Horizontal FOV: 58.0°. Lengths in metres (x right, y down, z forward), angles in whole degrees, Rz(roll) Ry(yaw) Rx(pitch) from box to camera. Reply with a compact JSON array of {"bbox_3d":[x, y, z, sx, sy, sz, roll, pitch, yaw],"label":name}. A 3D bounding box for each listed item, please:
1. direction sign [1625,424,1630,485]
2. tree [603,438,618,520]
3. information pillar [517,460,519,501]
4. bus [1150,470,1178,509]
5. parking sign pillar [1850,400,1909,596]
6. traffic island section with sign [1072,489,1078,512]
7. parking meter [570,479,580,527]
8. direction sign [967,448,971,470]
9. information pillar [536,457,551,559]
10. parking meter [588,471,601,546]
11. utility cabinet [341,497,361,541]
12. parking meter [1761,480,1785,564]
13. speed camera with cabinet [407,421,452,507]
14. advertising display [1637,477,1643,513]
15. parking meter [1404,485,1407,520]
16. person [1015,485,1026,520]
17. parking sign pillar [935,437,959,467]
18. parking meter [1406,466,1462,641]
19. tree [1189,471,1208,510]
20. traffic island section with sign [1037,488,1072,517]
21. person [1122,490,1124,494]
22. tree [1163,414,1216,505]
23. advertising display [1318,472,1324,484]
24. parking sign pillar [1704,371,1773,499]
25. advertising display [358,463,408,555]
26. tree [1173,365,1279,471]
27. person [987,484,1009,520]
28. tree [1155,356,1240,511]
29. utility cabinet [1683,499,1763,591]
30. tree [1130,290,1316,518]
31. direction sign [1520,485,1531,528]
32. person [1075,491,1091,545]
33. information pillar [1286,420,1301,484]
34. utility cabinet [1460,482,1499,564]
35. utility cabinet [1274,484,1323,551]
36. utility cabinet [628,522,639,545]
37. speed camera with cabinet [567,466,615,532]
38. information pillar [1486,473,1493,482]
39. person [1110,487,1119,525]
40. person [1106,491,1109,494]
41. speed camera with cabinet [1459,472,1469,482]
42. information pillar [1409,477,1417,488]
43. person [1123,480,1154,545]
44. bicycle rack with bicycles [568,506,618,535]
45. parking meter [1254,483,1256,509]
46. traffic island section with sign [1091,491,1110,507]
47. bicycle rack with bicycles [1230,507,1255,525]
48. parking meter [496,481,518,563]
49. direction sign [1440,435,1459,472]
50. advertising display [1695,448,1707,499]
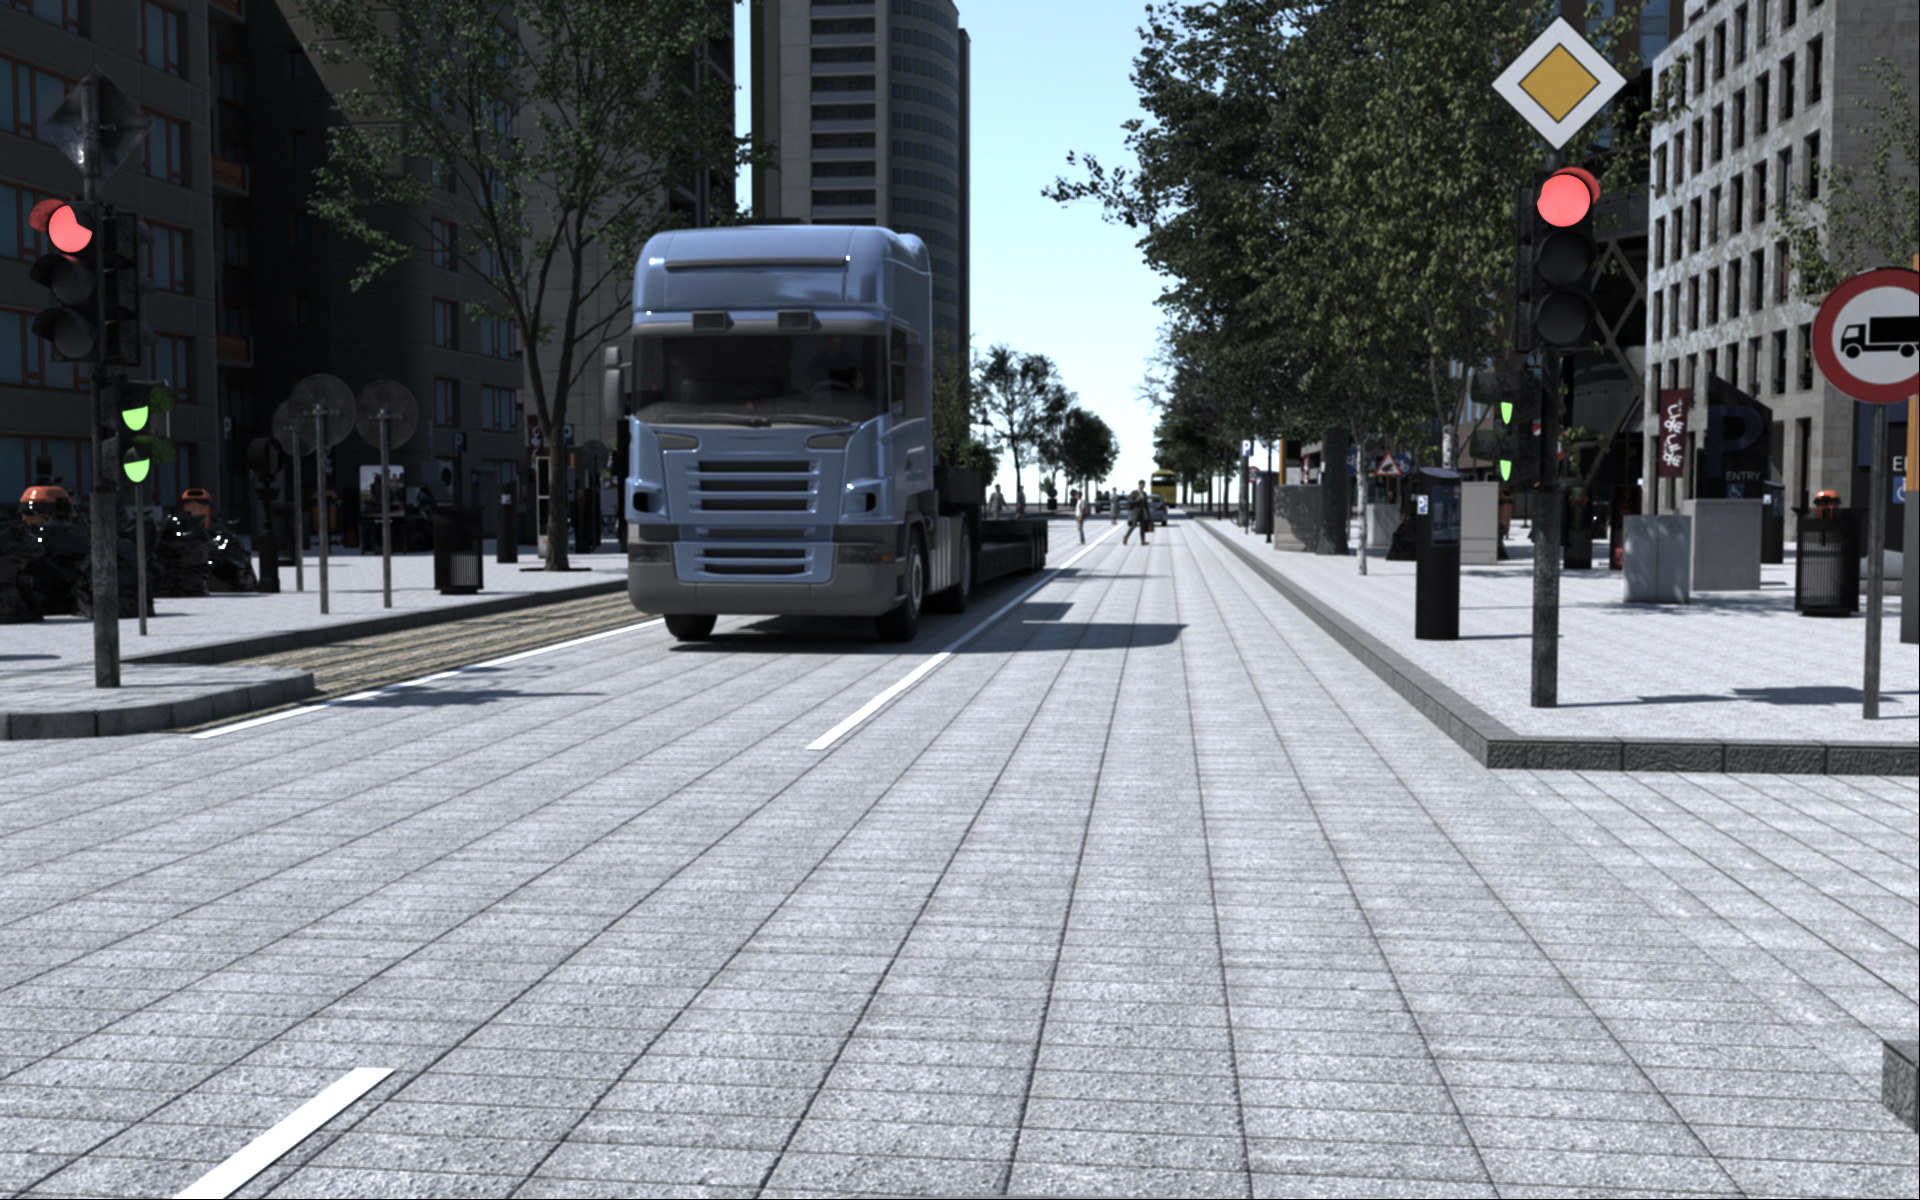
[{"bbox_3d":[21.817,-3.955,56.664,0.379,3.537,0.876,2,4,25],"label":"direction sign"},{"bbox_3d":[-16.492,-6.252,85.934,4.285,4.588,4.351,0,3,0],"label":"tree"},{"bbox_3d":[-19.245,-5.105,74.829,0.183,3.616,0.504,1,4,17],"label":"information pillar"},{"bbox_3d":[20.582,-11.214,174.888,2.896,3.916,12.252,0,4,7],"label":"bus"},{"bbox_3d":[12.176,-2.062,22.190,1.447,3.967,1.447,2,4,32],"label":"parking sign pillar"},{"bbox_3d":[9.127,-7.893,137.682,1.989,1.847,2.006,0,4,7],"label":"traffic island section with sign"},{"bbox_3d":[-14.812,-3.723,66.583,0.399,1.863,0.255,0,4,7],"label":"parking meter"},{"bbox_3d":[0.429,-5.758,86.139,0.379,3.537,0.876,-1,4,-10],"label":"direction sign"},{"bbox_3d":[-8.217,-1.835,34.488,0.304,2.012,0.304,1,4,12],"label":"information pillar"},{"bbox_3d":[-8.986,-2.256,42.593,0.255,1.863,0.399,-1,4,-17],"label":"parking meter"},{"bbox_3d":[-16.699,-2.222,47.491,0.306,1.237,1.020,-2,4,-33],"label":"utility cabinet"},{"bbox_3d":[14.928,-1.430,31.799,0.372,1.533,0.369,0,3,0],"label":"parking meter"},{"bbox_3d":[-14.210,-3.157,45.955,0.660,3.252,2.038,1,4,11],"label":"speed camera with cabinet"},{"bbox_3d":[26.278,-3.737,66.305,0.123,1.923,0.974,-1,4,-18],"label":"advertising display"},{"bbox_3d":[12.837,-2.502,49.322,0.372,1.533,0.369,0,3,0],"label":"parking meter"},{"bbox_3d":[2.725,-4.230,77.678,0.581,1.822,0.654,-3,5,-43],"label":"person"},{"bbox_3d":[-0.641,-5.661,81.033,1.447,3.967,1.447,3,5,43],"label":"parking sign pillar"},{"bbox_3d":[4.226,-0.421,15.297,0.372,1.533,0.369,0,3,0],"label":"parking meter"},{"bbox_3d":[19.925,-9.042,142.437,1.663,3.219,1.824,0,3,0],"label":"tree"},{"bbox_3d":[5.965,-6.249,110.791,1.989,1.847,2.006,0,4,7],"label":"traffic island section with sign"},{"bbox_3d":[16.493,-10.163,174.657,0.705,1.826,1.348,2,4,34],"label":"person"},{"bbox_3d":[28.396,-17.452,211.087,9.928,11.665,9.643,0,3,0],"label":"tree"},{"bbox_3d":[10.447,-2.746,50.112,0.123,1.923,0.974,0,4,6],"label":"advertising display"},{"bbox_3d":[16.904,-3.008,37.659,1.447,3.967,1.447,2,4,34],"label":"parking sign pillar"},{"bbox_3d":[-12.166,-1.915,36.517,0.974,1.923,0.123,-1,4,-9],"label":"advertising display"},{"bbox_3d":[17.184,-10.732,109.884,7.601,10.594,8.767,-3,4,-37],"label":"tree"},{"bbox_3d":[1.331,-3.270,62.231,0.678,1.792,0.850,-2,4,-32],"label":"person"},{"bbox_3d":[18.314,-12.858,128.361,7.486,12.596,7.792,0,3,0],"label":"tree"},{"bbox_3d":[10.122,-0.726,23.024,1.020,1.237,0.306,-1,4,-13],"label":"utility cabinet"},{"bbox_3d":[14.201,-11.096,91.782,12.009,13.543,11.850,0,3,0],"label":"tree"},{"bbox_3d":[21.311,-4.476,65.182,0.379,3.537,0.876,-2,4,-34],"label":"direction sign"},{"bbox_3d":[3.443,-2.335,49.268,0.523,1.515,0.503,-3,5,-41],"label":"person"},{"bbox_3d":[10.335,-3.820,53.816,0.504,3.616,0.183,1,4,23],"label":"information pillar"},{"bbox_3d":[9.129,-1.388,31.371,1.173,1.500,0.318,1,4,17],"label":"utility cabinet"},{"bbox_3d":[7.599,-1.847,38.872,0.318,1.500,1.173,-3,5,-41],"label":"utility cabinet"},{"bbox_3d":[-5.683,-1.434,32.128,0.318,1.500,1.173,2,4,28],"label":"utility cabinet"},{"bbox_3d":[-12.661,-3.903,58.148,2.038,3.252,0.660,-2,4,-30],"label":"speed camera with cabinet"},{"bbox_3d":[18.609,-3.445,60.815,0.304,2.012,0.304,1,4,16],"label":"information pillar"},{"bbox_3d":[7.242,-4.383,80.726,0.480,1.755,0.524,-3,4,-37],"label":"person"},{"bbox_3d":[16.824,-11.524,196.931,1.348,1.822,0.705,2,4,28],"label":"person"},{"bbox_3d":[20.434,-4.746,71.940,0.660,3.252,2.038,3,5,42],"label":"speed camera with cabinet"},{"bbox_3d":[19.363,-4.256,74.075,0.304,2.012,0.304,0,4,1],"label":"information pillar"},{"bbox_3d":[4.994,-2.446,48.461,0.622,1.834,0.822,-3,5,-42],"label":"person"},{"bbox_3d":[-11.663,-2.490,54.102,2.925,0.926,2.852,3,5,41],"label":"bicycle rack with bicycles"},{"bbox_3d":[14.455,-4.789,84.009,0.399,1.863,0.255,0,4,5],"label":"parking meter"},{"bbox_3d":[15.533,-11.234,192.299,1.989,1.847,2.006,0,4,7],"label":"traffic island section with sign"},{"bbox_3d":[12.556,-3.572,71.778,2.925,0.926,2.852,2,4,31],"label":"bicycle rack with bicycles"},{"bbox_3d":[-8.415,-1.452,32.155,0.372,1.533,0.369,0,3,0],"label":"parking meter"},{"bbox_3d":[18.721,-4.545,66.316,0.379,3.537,0.876,-2,4,-30],"label":"direction sign"},{"bbox_3d":[10.435,-1.175,24.433,0.123,1.923,0.974,1,4,22],"label":"advertising display"}]
